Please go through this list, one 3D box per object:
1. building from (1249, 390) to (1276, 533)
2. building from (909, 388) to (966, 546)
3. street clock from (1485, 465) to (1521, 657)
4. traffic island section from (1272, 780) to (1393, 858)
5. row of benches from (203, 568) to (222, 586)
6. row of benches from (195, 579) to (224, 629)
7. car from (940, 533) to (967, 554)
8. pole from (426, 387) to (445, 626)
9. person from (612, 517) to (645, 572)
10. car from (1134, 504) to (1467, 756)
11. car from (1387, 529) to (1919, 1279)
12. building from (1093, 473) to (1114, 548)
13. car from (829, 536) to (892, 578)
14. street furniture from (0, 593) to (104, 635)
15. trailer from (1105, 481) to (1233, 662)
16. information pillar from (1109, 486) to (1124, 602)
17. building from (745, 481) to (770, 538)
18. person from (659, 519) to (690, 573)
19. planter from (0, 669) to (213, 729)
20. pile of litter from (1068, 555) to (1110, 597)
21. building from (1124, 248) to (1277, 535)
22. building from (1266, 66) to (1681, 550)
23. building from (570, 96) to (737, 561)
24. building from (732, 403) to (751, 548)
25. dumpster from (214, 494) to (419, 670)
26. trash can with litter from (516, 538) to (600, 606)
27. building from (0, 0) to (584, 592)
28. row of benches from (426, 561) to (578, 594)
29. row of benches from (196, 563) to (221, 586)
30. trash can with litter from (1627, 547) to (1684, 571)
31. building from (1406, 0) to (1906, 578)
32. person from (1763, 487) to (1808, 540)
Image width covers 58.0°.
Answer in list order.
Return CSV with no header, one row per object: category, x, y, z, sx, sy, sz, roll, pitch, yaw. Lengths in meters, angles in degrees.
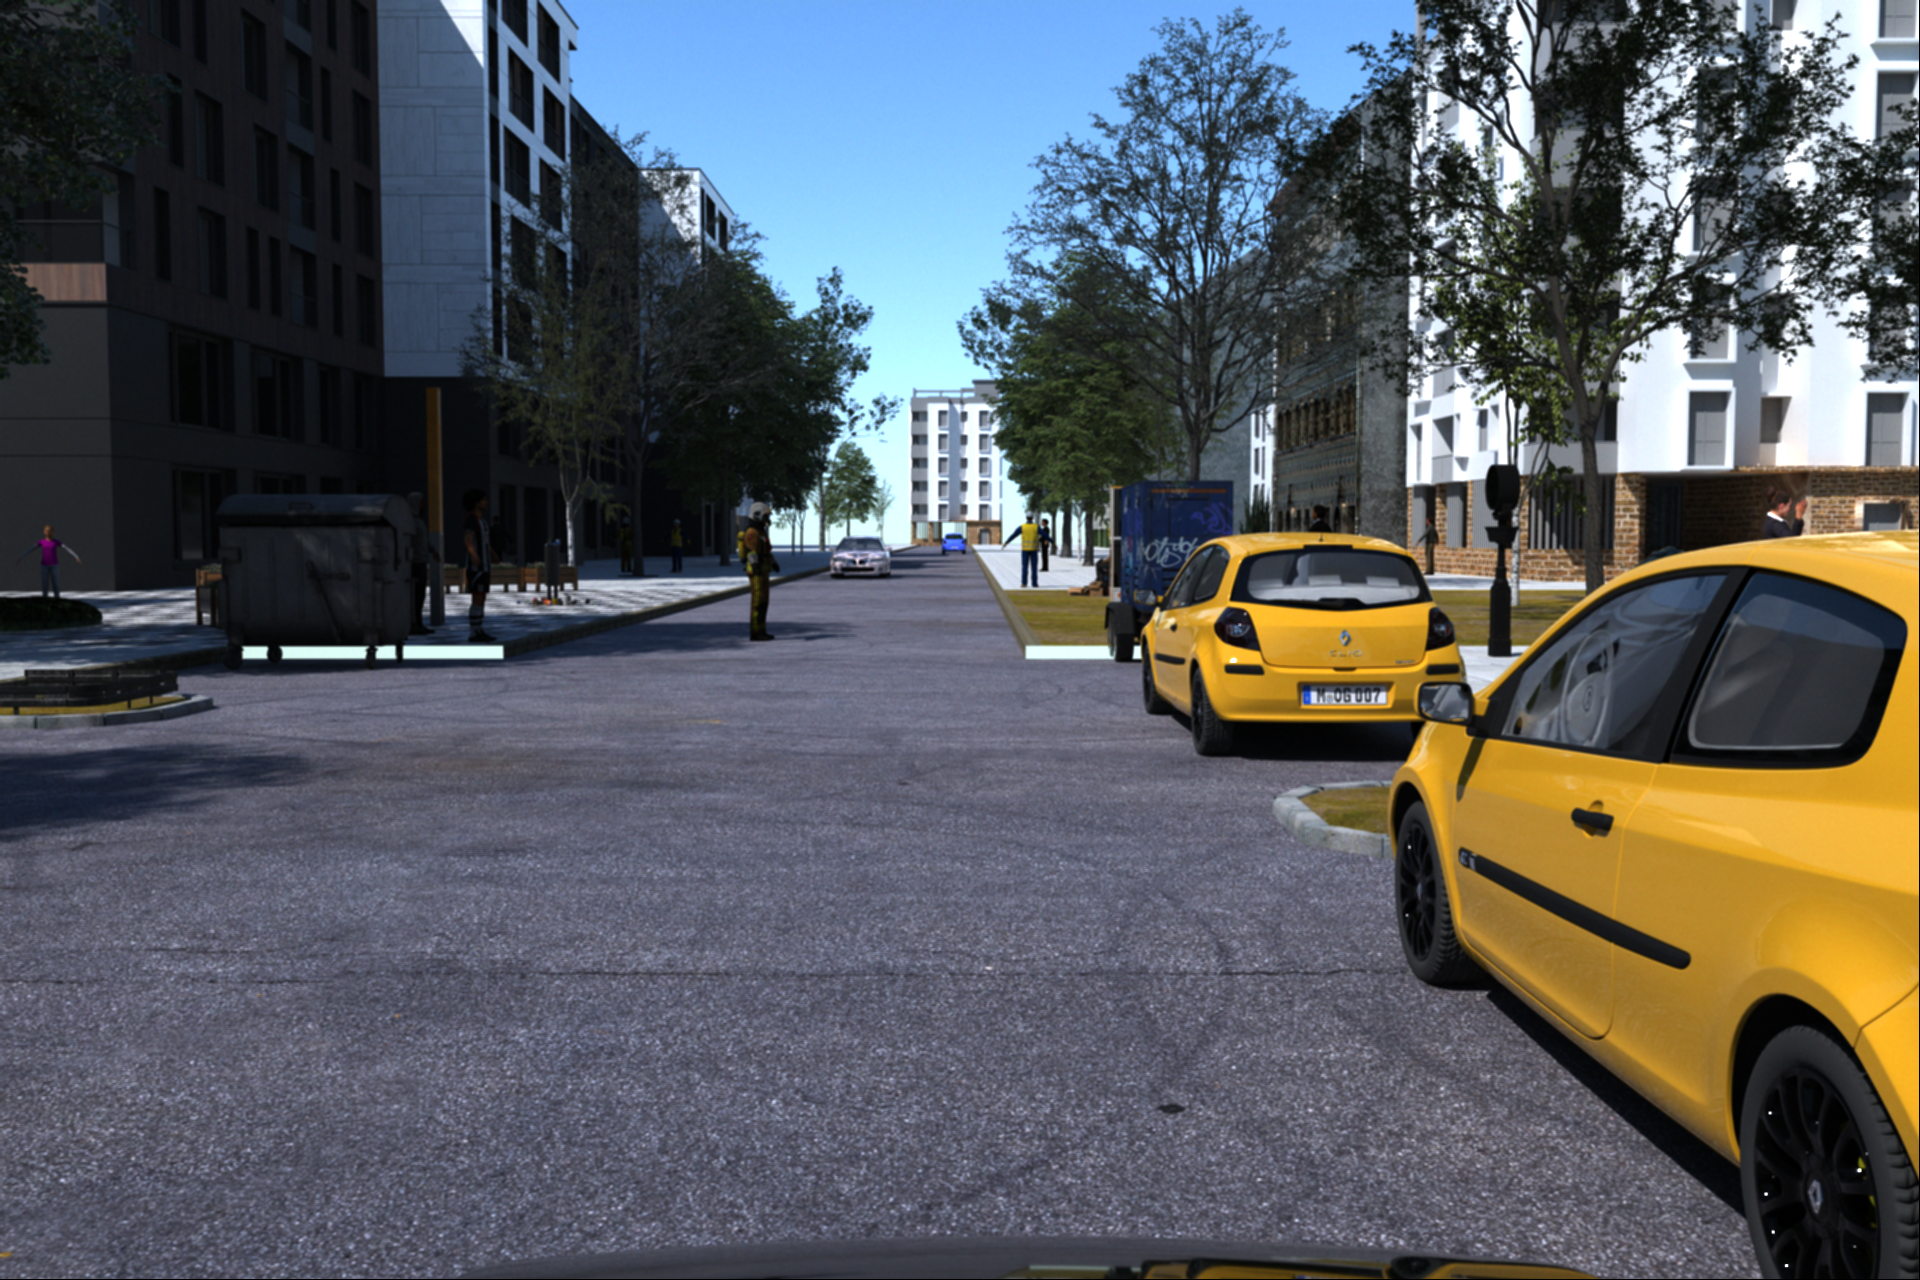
building,22.473,-9.325,94.607,9.099,9.664,28.070,0,4,1
building,-5.928,-21.814,215.527,11.380,20.090,16.016,0,4,-5
street clock,5.658,-0.828,18.104,0.358,2.002,0.471,0,3,0
traffic island section,2.587,0.880,8.471,1.991,0.108,1.994,0,4,1
row of benches,-12.699,-1.055,32.707,4.104,0.672,1.422,2,4,30
row of benches,-9.423,-0.462,23.016,1.422,0.672,4.104,-2,4,-34
car,-0.449,-6.984,123.782,1.945,1.707,3.694,0,4,-1
pole,-7.334,-1.858,24.221,0.158,3.312,0.155,0,3,0
person,-11.206,-3.209,58.239,1.354,1.858,0.705,2,4,27
car,2.345,-0.148,12.644,2.015,1.641,3.980,0,4,-1
car,2.300,0.358,4.371,2.015,1.641,3.980,0,4,0
building,21.968,-18.517,169.204,16.747,18.905,31.486,0,4,0
car,-3.286,-2.773,57.694,2.083,1.381,4.827,0,4,0
street furniture,-16.881,-0.405,22.244,10.072,0.657,5.734,0,4,6
trailer,2.444,-0.820,20.456,1.471,1.999,3.904,0,4,0
information pillar,2.483,-1.369,26.871,0.304,2.012,0.304,0,4,-1
building,-25.200,-19.185,170.086,16.016,20.090,11.380,0,4,1
person,-9.484,-3.134,57.700,1.216,1.772,0.721,2,4,26
planter,-7.119,0.454,13.716,1.991,0.319,1.994,0,3,0
pile of litter,2.828,-1.358,36.170,1.176,0.858,1.719,0,4,0
building,22.682,-19.013,141.796,19.493,23.208,18.063,0,4,1
building,23.745,-14.684,71.018,19.493,23.208,18.063,0,4,1
building,-28.454,-15.352,94.979,27.936,21.610,32.646,0,4,0
building,-24.570,-17.928,149.540,16.016,20.090,11.380,0,4,-1
dumpster,-6.944,-0.644,18.745,1.865,1.857,1.264,0,4,0
trash can with litter,-7.289,-1.269,31.812,1.678,1.210,2.233,0,4,0
building,-29.309,-12.851,54.095,27.936,21.610,32.646,0,3,0
row of benches,-10.264,-1.366,37.791,1.422,0.672,4.104,3,5,44
row of benches,-14.321,-1.248,35.872,4.104,0.672,1.422,2,4,30
trash can with litter,5.836,-0.232,15.174,1.055,1.170,0.624,0,4,0
building,20.747,-12.383,58.884,16.016,20.090,11.380,0,4,0
person,7.773,-0.573,16.216,0.445,1.727,0.742,-1,4,-12
